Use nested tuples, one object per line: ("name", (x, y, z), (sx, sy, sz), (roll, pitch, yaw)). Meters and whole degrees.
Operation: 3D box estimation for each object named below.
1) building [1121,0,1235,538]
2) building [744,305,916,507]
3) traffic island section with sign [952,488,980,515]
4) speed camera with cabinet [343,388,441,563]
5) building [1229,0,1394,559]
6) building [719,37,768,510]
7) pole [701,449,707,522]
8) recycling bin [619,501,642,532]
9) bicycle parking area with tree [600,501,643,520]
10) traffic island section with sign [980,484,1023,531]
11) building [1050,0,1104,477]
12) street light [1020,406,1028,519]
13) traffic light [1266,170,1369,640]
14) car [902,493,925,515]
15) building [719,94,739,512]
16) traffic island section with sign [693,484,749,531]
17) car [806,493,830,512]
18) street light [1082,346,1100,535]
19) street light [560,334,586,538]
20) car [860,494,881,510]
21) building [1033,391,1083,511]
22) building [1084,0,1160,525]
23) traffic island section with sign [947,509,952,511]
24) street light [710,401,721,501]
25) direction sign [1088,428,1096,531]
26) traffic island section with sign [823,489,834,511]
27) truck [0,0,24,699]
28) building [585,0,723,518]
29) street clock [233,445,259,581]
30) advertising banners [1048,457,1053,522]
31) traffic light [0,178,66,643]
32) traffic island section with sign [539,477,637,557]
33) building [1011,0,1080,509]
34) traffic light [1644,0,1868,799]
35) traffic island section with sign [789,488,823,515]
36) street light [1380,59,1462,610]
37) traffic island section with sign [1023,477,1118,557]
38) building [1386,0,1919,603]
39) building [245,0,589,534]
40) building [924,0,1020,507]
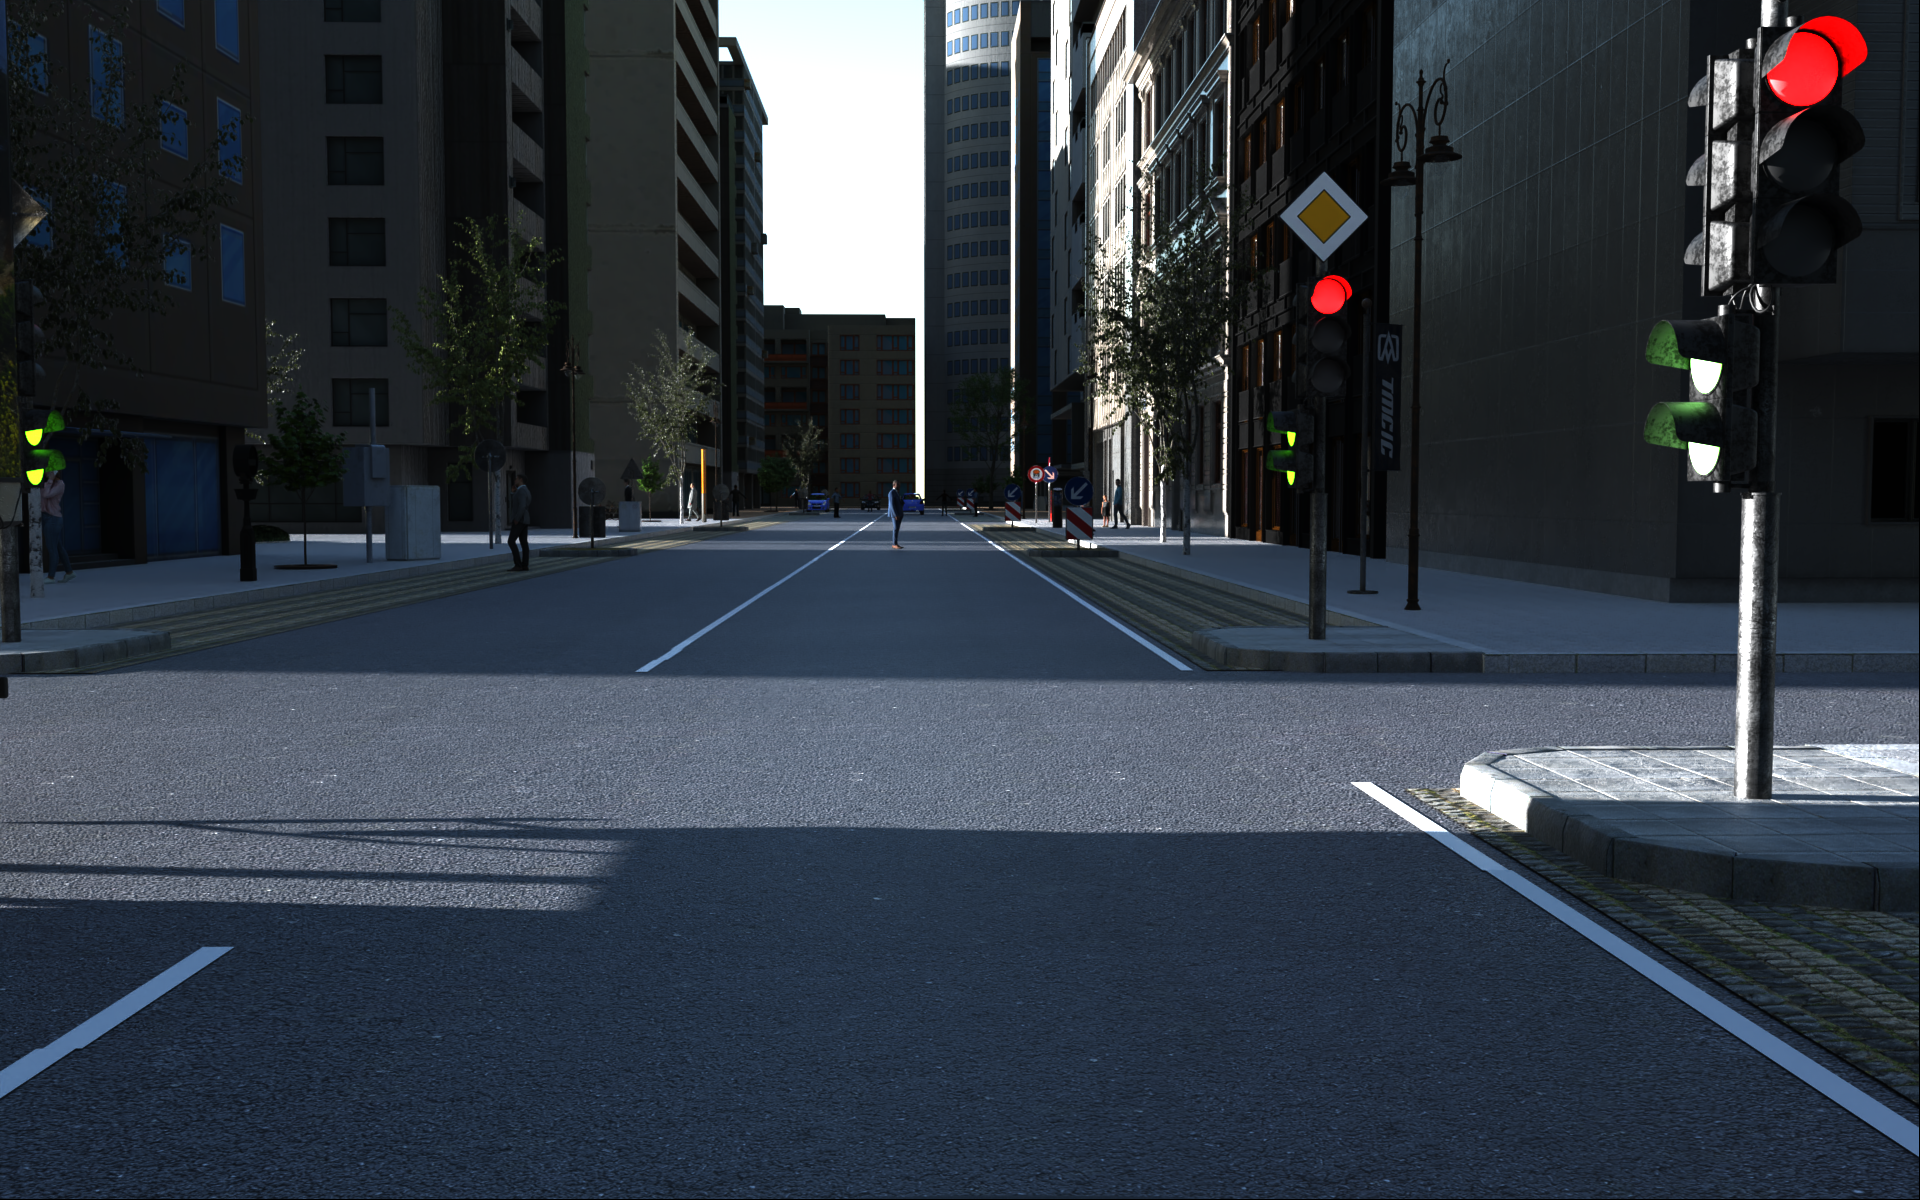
("building", (12.593, -13.701, 60.164), (11.583, 22.565, 21.152), (0, 4, -1))
("building", (-19.336, -21.147, 190.785), (28.899, 21.520, 27.650), (0, 4, -1))
("traffic island section with sign", (0.613, -6.648, 117.327), (1.989, 1.847, 2.006), (0, 4, -1))
("speed camera with cabinet", (-10.849, -2.371, 33.097), (0.660, 3.252, 2.038), (2, 4, 25))
("building", (14.151, -12.969, 41.715), (12.332, 23.373, 15.834), (0, 4, -1))
("building", (-28.800, -27.828, 146.875), (23.993, 40.220, 32.217), (0, 4, -1))
("pole", (-11.629, -5.186, 78.641), (0.158, 3.312, 0.155), (0, 3, 0))
("recycling bin", (-11.273, -2.854, 59.214), (0.722, 1.027, 0.722), (0, 4, -6))
("bicycle parking area with tree", (-19.488, -5.861, 82.823), (9.016, 4.147, 8.231), (1, 4, 22))
("traffic island section with sign", (1.886, -3.562, 66.867), (1.989, 1.847, 2.006), (0, 4, -1))
("building", (20.180, -31.897, 110.748), (28.713, 52.752, 27.495), (0, 4, -1))
("street light", (3.309, -7.144, 89.587), (0.468, 5.910, 1.993), (0, 4, -1))
("traffic light", (3.142, -1.608, 15.215), (0.839, 4.253, 0.868), (0, 4, -1))
("car", (-3.371, -6.788, 120.578), (1.945, 1.707, 3.694), (0, 4, -3))
("building", (-23.105, -21.266, 119.401), (14.160, 30.474, 14.107), (0, 4, -1))
("traffic island section with sign", (-9.236, -3.578, 67.125), (1.989, 1.847, 2.006), (0, 4, -1))
("car", (-11.240, -7.799, 137.099), (1.945, 1.707, 3.694), (0, 4, -1))
("street light", (4.130, -4.987, 54.332), (0.468, 5.910, 1.993), (0, 4, -1))
("street light", (-11.199, -4.738, 50.255), (0.468, 5.910, 1.993), (0, 4, -1))
("car", (-8.183, -9.107, 158.692), (2.009, 1.686, 4.222), (0, 4, -1))
("building", (22.427, -27.249, 137.408), (32.217, 40.220, 23.993), (0, 4, -1))
("building", (12.783, -16.061, 80.611), (12.078, 24.808, 19.932), (0, 4, -1))
("traffic island section with sign", (-0.078, -8.296, 144.274), (1.989, 1.847, 2.006), (0, 4, -1))
("street light", (-12.057, -6.904, 85.664), (0.468, 5.910, 1.993), (0, 4, -1))
("direction sign", (4.482, -4.127, 59.481), (0.379, 3.537, 0.876), (1, 4, 12))
("traffic island section with sign", (-11.181, -8.273, 143.895), (1.989, 1.847, 2.006), (0, 4, -1))
("truck", (-5.182, -0.812, 2.183), (2.839, 4.237, 11.283), (0, 4, -3))
("building", (-25.717, -29.118, 99.784), (21.300, 48.544, 21.600), (0, 4, -1))
("street clock", (-10.495, -1.279, 25.489), (0.358, 2.002, 0.471), (0, 4, -5))
("advertising banners", (4.267, -5.164, 80.622), (0.090, 3.025, 2.074), (0, 4, -5))
("traffic light", (-8.215, -1.590, 14.913), (0.839, 4.253, 0.868), (0, 4, -1))
("traffic island section with sign", (-8.567, -1.930, 40.178), (1.989, 1.847, 2.006), (0, 4, -1))
("building", (11.868, -30.945, 156.053), (14.600, 45.320, 14.200), (0, 4, -1))
("traffic light", (3.344, -1.120, 7.232), (0.839, 4.253, 0.868), (0, 4, -1))
("traffic island section with sign", (-10.502, -6.625, 116.948), (1.989, 1.847, 2.006), (0, 4, -1))
("street light", (5.020, -2.828, 19.030), (0.468, 5.910, 1.993), (0, 4, -1))
("traffic island section with sign", (2.565, -1.914, 39.921), (1.989, 1.847, 2.006), (0, 4, -1))
("building", (23.125, -12.617, 25.348), (30.058, 24.678, 14.314), (0, 4, -1))
("building", (-21.356, -17.694, 61.004), (14.160, 30.474, 14.107), (0, 4, -1))
("building", (10.261, -39.436, 186.774), (28.212, 58.520, 21.231), (0, 4, -1))
